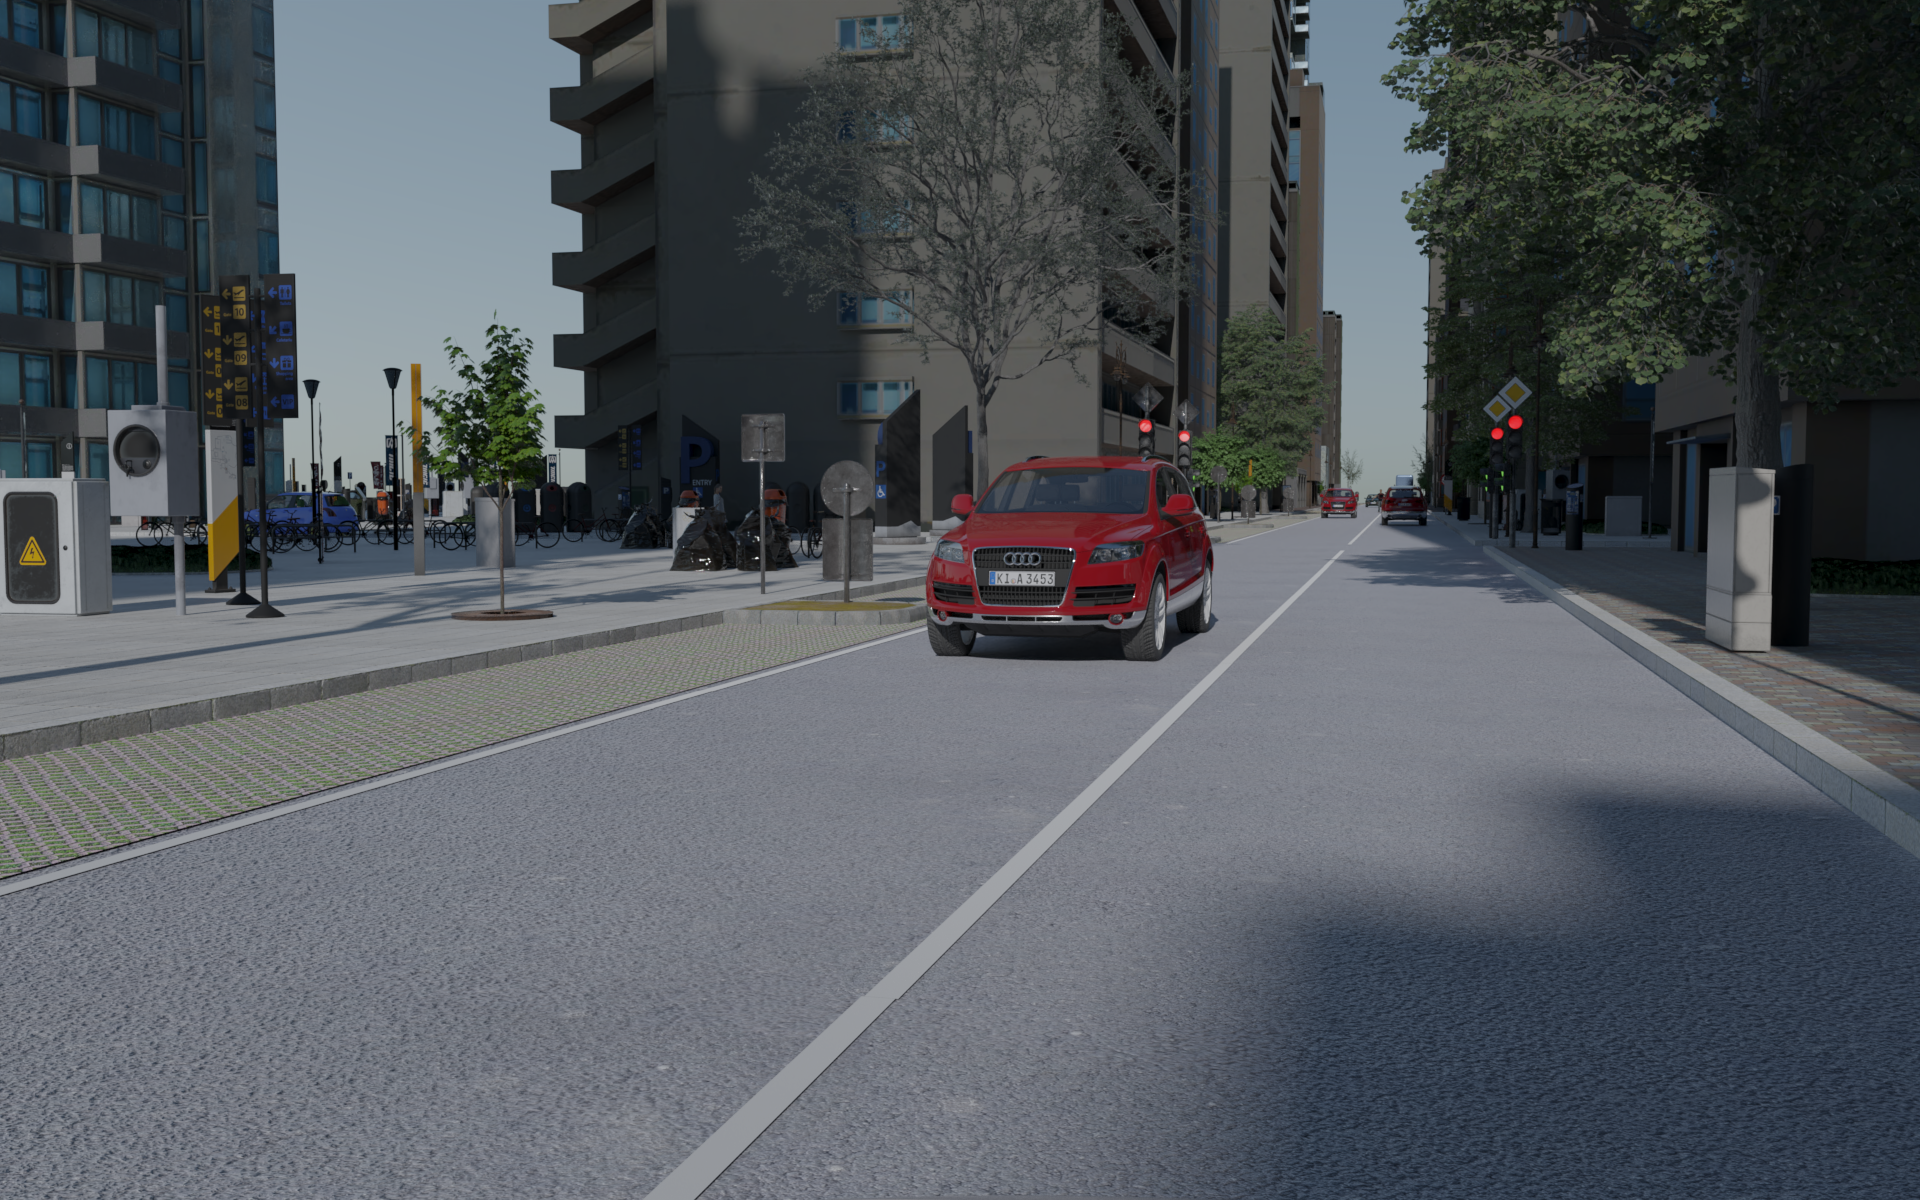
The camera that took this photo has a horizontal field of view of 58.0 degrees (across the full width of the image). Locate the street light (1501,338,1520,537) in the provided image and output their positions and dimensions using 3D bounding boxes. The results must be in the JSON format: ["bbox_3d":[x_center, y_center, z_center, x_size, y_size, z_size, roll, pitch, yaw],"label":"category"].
[{"bbox_3d":[16.371,-4.821,51.614,0.468,5.910,1.993,1,4,14],"label":"street light"}]

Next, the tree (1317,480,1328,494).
[{"bbox_3d":[41.348,-12.563,200.008,1.663,3.219,1.824,0,3,0],"label":"tree"}]

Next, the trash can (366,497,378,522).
[{"bbox_3d":[-27.328,-4.225,80.732,0.748,1.137,0.748,0,3,0],"label":"trash can"}]

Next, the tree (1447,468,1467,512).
[{"bbox_3d":[35.034,-7.858,123.078,1.663,3.219,1.824,0,3,0],"label":"tree"}]

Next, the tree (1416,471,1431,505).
[{"bbox_3d":[57.054,-13.875,210.571,4.285,4.588,4.351,0,3,0],"label":"tree"}]

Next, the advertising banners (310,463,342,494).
[{"bbox_3d":[-35.750,-6.228,98.014,0.090,3.025,2.074,3,5,45],"label":"advertising banners"}]

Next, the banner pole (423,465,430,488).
[{"bbox_3d":[-27.403,-6.008,88.255,0.863,3.779,0.401,0,4,1],"label":"banner pole"}]

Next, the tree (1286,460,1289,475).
[{"bbox_3d":[18.313,-7.449,105.497,4.285,4.588,4.351,0,3,0],"label":"tree"}]

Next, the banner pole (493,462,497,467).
[{"bbox_3d":[-23.848,-5.976,87.718,0.863,3.779,0.401,-2,4,-27],"label":"banner pole"}]

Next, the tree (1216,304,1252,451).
[{"bbox_3d":[20.199,-12.719,114.610,9.857,13.997,8.962,0,3,0],"label":"tree"}]

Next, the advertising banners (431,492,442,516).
[{"bbox_3d":[-30.252,-6.340,99.845,2.074,3.025,0.090,-3,5,-41],"label":"advertising banners"}]

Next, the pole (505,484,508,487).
[{"bbox_3d":[-20.374,-5.130,77.712,0.158,3.312,0.155,0,3,0],"label":"pole"}]

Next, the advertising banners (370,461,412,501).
[{"bbox_3d":[-30.408,-5.897,92.601,2.074,3.025,0.090,-1,4,-21],"label":"advertising banners"}]

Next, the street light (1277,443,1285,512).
[{"bbox_3d":[22.608,-9.120,121.894,0.468,5.910,1.993,1,4,14],"label":"street light"}]

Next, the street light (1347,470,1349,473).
[{"bbox_3d":[61.744,-18.521,275.604,0.468,5.910,1.993,1,4,14],"label":"street light"}]

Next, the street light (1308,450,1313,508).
[{"bbox_3d":[32.546,-11.506,160.905,0.468,5.910,1.993,1,4,14],"label":"street light"}]

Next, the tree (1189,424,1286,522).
[{"bbox_3d":[12.120,-5.952,81.036,4.285,4.588,4.351,0,3,0],"label":"tree"}]

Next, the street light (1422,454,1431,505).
[{"bbox_3d":[55.819,-14.319,206.906,0.468,5.910,1.993,1,4,14],"label":"street light"}]

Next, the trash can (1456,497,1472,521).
[{"bbox_3d":[24.154,-4.366,83.038,0.748,1.137,0.748,0,3,0],"label":"trash can"}]

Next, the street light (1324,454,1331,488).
[{"bbox_3d":[41.233,-13.597,195.104,0.468,5.910,1.993,1,4,14],"label":"street light"}]

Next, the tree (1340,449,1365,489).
[{"bbox_3d":[62.919,-20.103,279.046,4.360,8.622,3.978,0,3,0],"label":"tree"}]

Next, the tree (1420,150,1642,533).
[{"bbox_3d":[19.081,-8.528,57.568,7.486,12.596,7.792,0,3,0],"label":"tree"}]

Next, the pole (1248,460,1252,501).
[{"bbox_3d":[17.263,-6.684,103.134,0.158,3.312,0.155,0,3,0],"label":"pole"}]

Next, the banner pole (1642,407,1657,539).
[{"bbox_3d":[19.824,-3.645,49.608,0.401,3.779,0.863,1,4,16],"label":"banner pole"}]

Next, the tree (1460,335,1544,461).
[{"bbox_3d":[25.231,-8.004,81.233,4.737,8.622,4.395,0,3,0],"label":"tree"}]

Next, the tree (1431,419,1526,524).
[{"bbox_3d":[22.506,-5.509,73.788,4.285,4.588,4.351,0,3,0],"label":"tree"}]

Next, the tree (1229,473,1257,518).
[{"bbox_3d":[15.525,-6.138,94.959,1.663,3.219,1.824,0,3,0],"label":"tree"}]

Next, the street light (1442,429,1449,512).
[{"bbox_3d":[35.390,-9.396,126.408,0.468,5.910,1.993,1,4,14],"label":"street light"}]

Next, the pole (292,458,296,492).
[{"bbox_3d":[-37.521,-6.344,97.565,0.158,3.312,0.155,0,3,0],"label":"pole"}]

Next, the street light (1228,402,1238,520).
[{"bbox_3d":[13.717,-6.990,87.069,0.468,5.910,1.993,1,4,14],"label":"street light"}]

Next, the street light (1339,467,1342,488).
[{"bbox_3d":[52.960,-16.401,240.944,0.468,5.910,1.993,1,4,14],"label":"street light"}]

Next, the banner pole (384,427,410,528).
[{"bbox_3d":[-21.038,-4.567,64.694,0.863,3.779,0.401,-2,4,-31],"label":"banner pole"}]

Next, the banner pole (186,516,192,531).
[{"bbox_3d":[-26.732,-4.280,59.995,0.401,3.779,0.863,-1,4,-11],"label":"banner pole"}]

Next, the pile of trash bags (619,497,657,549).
[{"bbox_3d":[-6.962,-1.972,42.000,1.912,1.369,3.447,0,4,7],"label":"pile of trash bags"}]

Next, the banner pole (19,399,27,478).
[{"bbox_3d":[-24.888,-3.430,46.096,0.401,3.779,0.863,-1,4,-22],"label":"banner pole"}]

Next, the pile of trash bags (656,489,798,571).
[{"bbox_3d":[-3.706,-1.252,30.231,1.912,1.369,3.447,1,4,11],"label":"pile of trash bags"}]

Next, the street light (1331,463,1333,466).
[{"bbox_3d":[44.228,-14.310,206.757,0.468,5.910,1.993,1,4,14],"label":"street light"}]

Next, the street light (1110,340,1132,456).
[{"bbox_3d":[4.839,-4.854,52.144,0.468,5.910,1.993,1,4,14],"label":"street light"}]

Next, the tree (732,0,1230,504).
[{"bbox_3d":[0.502,-7.695,36.176,12.009,13.543,11.850,0,3,0],"label":"tree"}]

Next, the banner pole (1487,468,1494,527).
[{"bbox_3d":[20.860,-4.754,67.744,0.401,3.779,0.863,1,4,14],"label":"banner pole"}]

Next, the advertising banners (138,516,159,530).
[{"bbox_3d":[-28.949,-3.991,61.439,0.090,3.025,2.074,0,4,-1],"label":"advertising banners"}]

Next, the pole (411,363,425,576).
[{"bbox_3d":[-8.505,-2.039,27.174,0.158,3.312,0.155,0,3,0],"label":"pole"}]

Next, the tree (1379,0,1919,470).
[{"bbox_3d":[8.987,-6.873,19.023,9.857,13.997,8.962,0,3,0],"label":"tree"}]

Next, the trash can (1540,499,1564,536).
[{"bbox_3d":[18.271,-2.560,53.517,0.748,1.137,0.748,0,3,0],"label":"trash can"}]

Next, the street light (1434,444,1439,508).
[{"bbox_3d":[44.145,-11.487,160.595,0.468,5.910,1.993,1,4,14],"label":"street light"}]

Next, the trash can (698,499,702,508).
[{"bbox_3d":[-8.649,-2.702,55.830,0.748,1.137,0.748,0,3,0],"label":"trash can"}]

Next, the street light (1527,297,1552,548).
[{"bbox_3d":[13.607,-4.160,40.801,0.468,5.910,1.993,1,4,14],"label":"street light"}]

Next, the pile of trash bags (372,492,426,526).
[{"bbox_3d":[-23.513,-3.807,71.994,1.912,1.369,3.447,0,4,-2],"label":"pile of trash bags"}]

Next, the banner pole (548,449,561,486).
[{"bbox_3d":[-22.257,-6.444,95.383,0.863,3.779,0.401,-2,4,-26],"label":"banner pole"}]

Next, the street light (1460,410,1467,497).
[{"bbox_3d":[25.218,-6.969,86.724,0.468,5.910,1.993,1,4,14],"label":"street light"}]

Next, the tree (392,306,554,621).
[{"bbox_3d":[-4.743,-1.434,18.049,1.663,3.219,1.824,0,3,0],"label":"tree"}]

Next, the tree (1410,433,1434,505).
[{"bbox_3d":[55.017,-15.430,202.640,4.360,8.622,3.978,0,3,0],"label":"tree"}]
